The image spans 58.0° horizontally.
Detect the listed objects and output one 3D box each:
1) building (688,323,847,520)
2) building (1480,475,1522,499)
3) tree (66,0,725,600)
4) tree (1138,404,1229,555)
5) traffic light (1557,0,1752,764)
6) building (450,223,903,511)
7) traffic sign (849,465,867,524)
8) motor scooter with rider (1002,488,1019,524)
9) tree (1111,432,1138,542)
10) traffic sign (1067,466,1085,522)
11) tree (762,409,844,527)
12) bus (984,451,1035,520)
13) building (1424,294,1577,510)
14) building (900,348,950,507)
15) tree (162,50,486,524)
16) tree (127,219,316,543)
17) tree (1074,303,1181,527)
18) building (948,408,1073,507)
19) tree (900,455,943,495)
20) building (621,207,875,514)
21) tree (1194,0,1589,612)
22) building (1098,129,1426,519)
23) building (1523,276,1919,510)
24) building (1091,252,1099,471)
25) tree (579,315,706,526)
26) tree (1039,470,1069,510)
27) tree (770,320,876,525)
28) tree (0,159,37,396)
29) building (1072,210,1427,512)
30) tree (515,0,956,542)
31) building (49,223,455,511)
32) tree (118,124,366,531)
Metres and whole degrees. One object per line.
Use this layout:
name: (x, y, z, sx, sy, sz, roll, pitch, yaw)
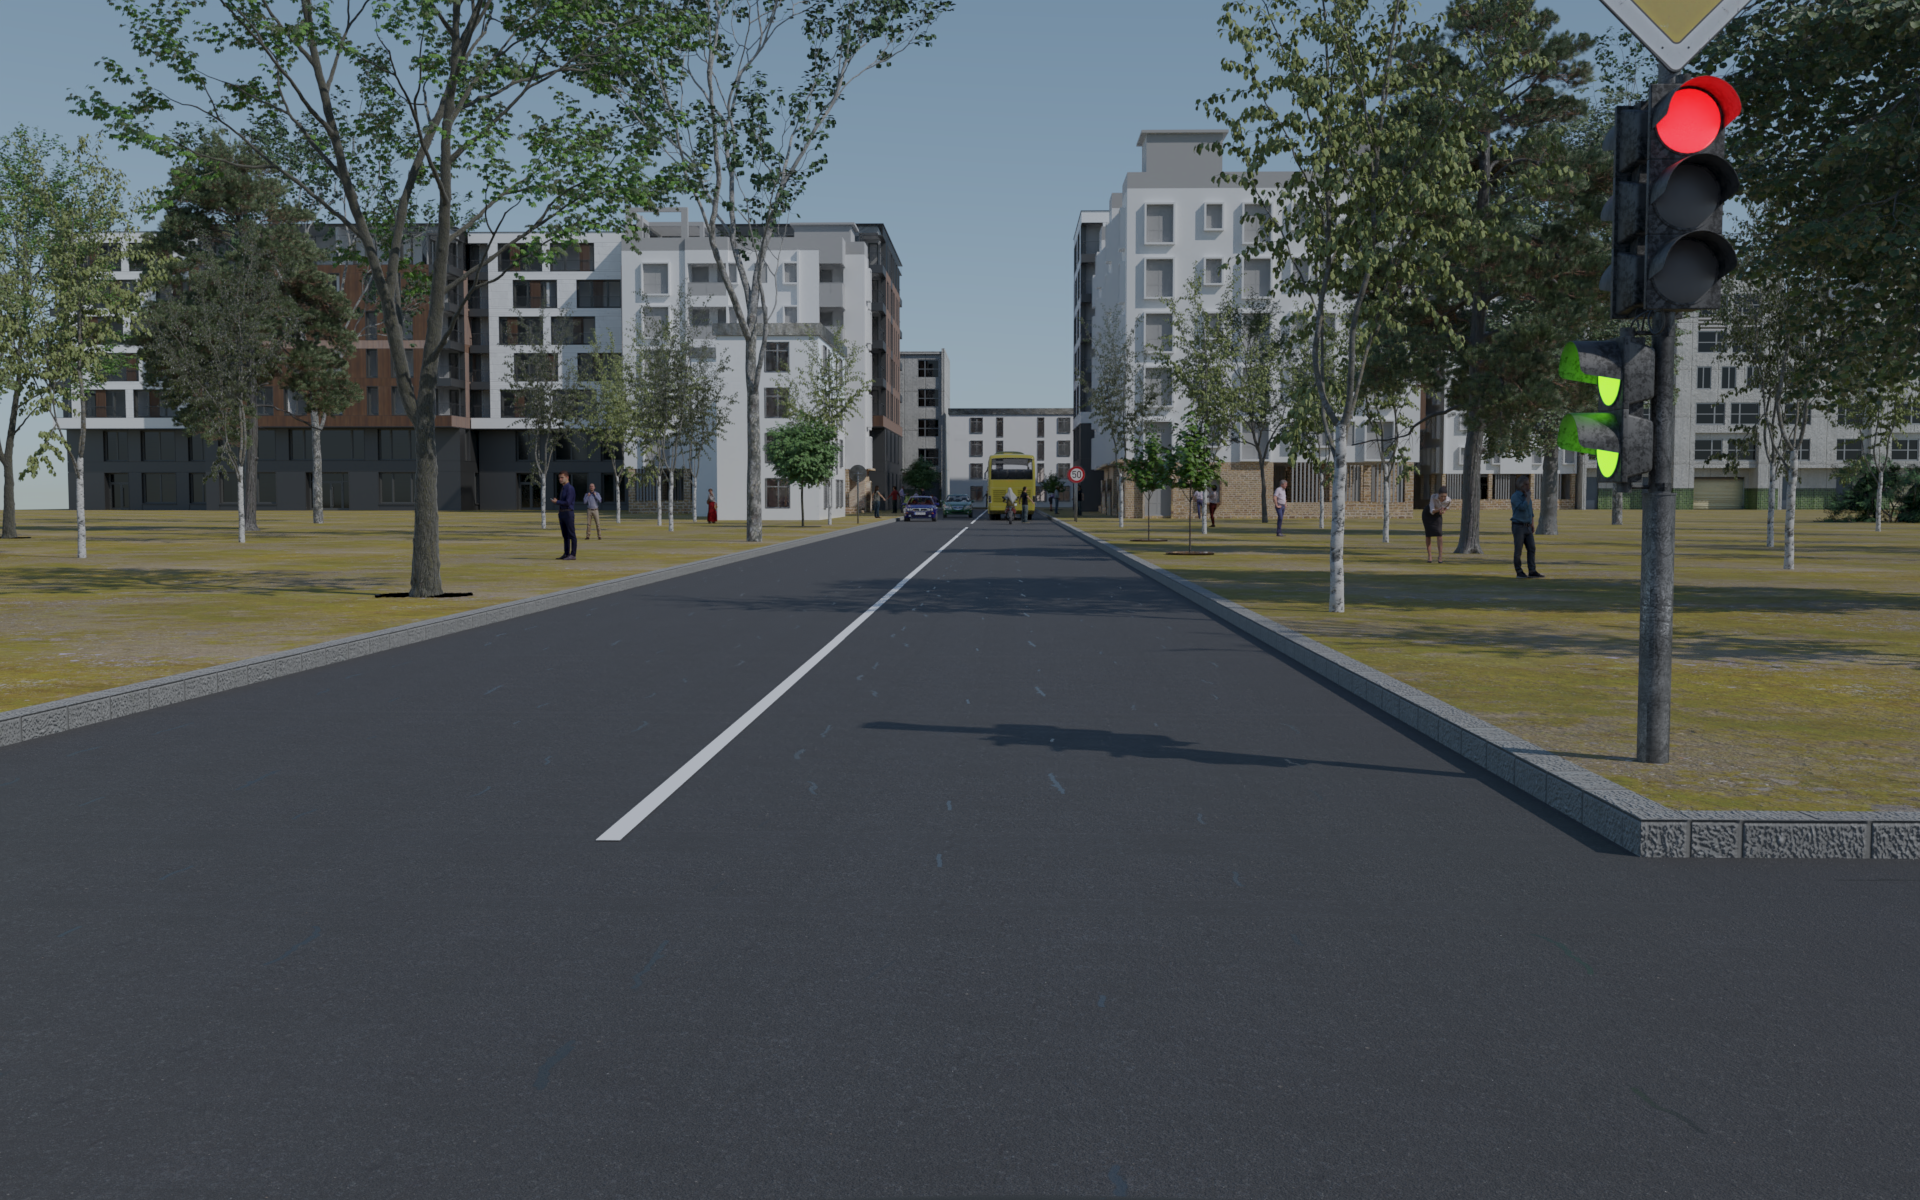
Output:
building: (-10.981, -9.603, 99.151, 9.099, 9.664, 28.070, 0, 4, 1)
building: (43.767, -20.679, 182.072, 32.646, 21.610, 27.936, 0, 4, 1)
tree: (-6.727, -5.832, 21.103, 9.928, 11.665, 9.643, 0, 3, 0)
tree: (4.982, -2.572, 36.659, 1.663, 3.219, 1.824, 0, 3, 0)
traffic light: (3.305, -1.159, 8.196, 0.839, 4.213, 0.868, 0, 4, 1)
building: (-21.704, -18.425, 145.222, 32.646, 21.610, 27.936, 0, 4, 1)
traffic sign: (-4.422, -4.581, 75.009, 0.768, 2.556, 0.104, 0, 4, 3)
motor scooter with rider: (2.429, -4.487, 82.322, 0.876, 1.779, 1.986, 0, 4, 2)
tree: (5.197, -3.194, 46.824, 1.663, 3.219, 1.824, 0, 3, 0)
traffic sign: (5.403, -4.966, 81.307, 0.768, 2.556, 0.104, 0, 4, 2)
tree: (-6.053, -5.109, 67.245, 4.285, 4.588, 4.351, 0, 3, 0)
bus: (2.843, -6.562, 98.838, 2.896, 3.916, 12.252, 0, 4, 1)
building: (45.169, -17.906, 149.176, 11.380, 20.091, 16.016, 0, 4, 1)
building: (-17.032, -19.077, 178.359, 31.486, 18.905, 16.747, 0, 4, 1)
tree: (-27.006, -13.338, 73.973, 12.611, 20.169, 13.585, 0, 3, 0)
tree: (-19.266, -5.824, 45.579, 4.360, 8.622, 3.978, 0, 3, 0)
tree: (6.255, -7.092, 66.315, 4.360, 8.622, 3.978, 0, 3, 0)
building: (12.972, -14.145, 173.417, 28.070, 9.664, 9.099, 0, 4, 1)
tree: (-3.071, -9.589, 140.492, 4.285, 4.588, 4.351, 0, 3, 0)
building: (-13.975, -16.049, 118.815, 16.016, 20.091, 11.380, 0, 4, 1)
tree: (4.301, -4.181, 18.728, 4.737, 8.622, 4.395, 0, 3, 0)
building: (16.145, -14.636, 95.711, 16.016, 20.091, 11.380, 0, 4, 1)
building: (66.586, -17.240, 148.335, 31.486, 18.905, 16.747, 0, 4, 1)
building: (16.563, -15.373, 107.761, 16.016, 20.091, 11.380, 0, 4, 1)
tree: (-12.511, -7.344, 70.433, 4.737, 8.622, 4.395, 0, 3, 0)
tree: (7.793, -8.966, 141.193, 1.663, 3.219, 1.824, 0, 3, 0)
tree: (-5.714, -7.472, 72.523, 4.737, 8.622, 4.395, 0, 3, 0)
tree: (-25.159, -7.365, 38.537, 7.486, 12.596, 7.792, 0, 3, 0)
building: (23.063, -18.161, 140.903, 27.936, 21.610, 32.646, 0, 4, 1)
tree: (-6.984, -11.612, 45.749, 12.611, 20.169, 13.585, 0, 3, 0)
building: (-54.364, -18.418, 145.115, 32.646, 21.610, 27.936, 0, 4, 1)
tree: (-24.519, -9.333, 60.016, 7.806, 13.903, 7.818, 0, 3, 0)
